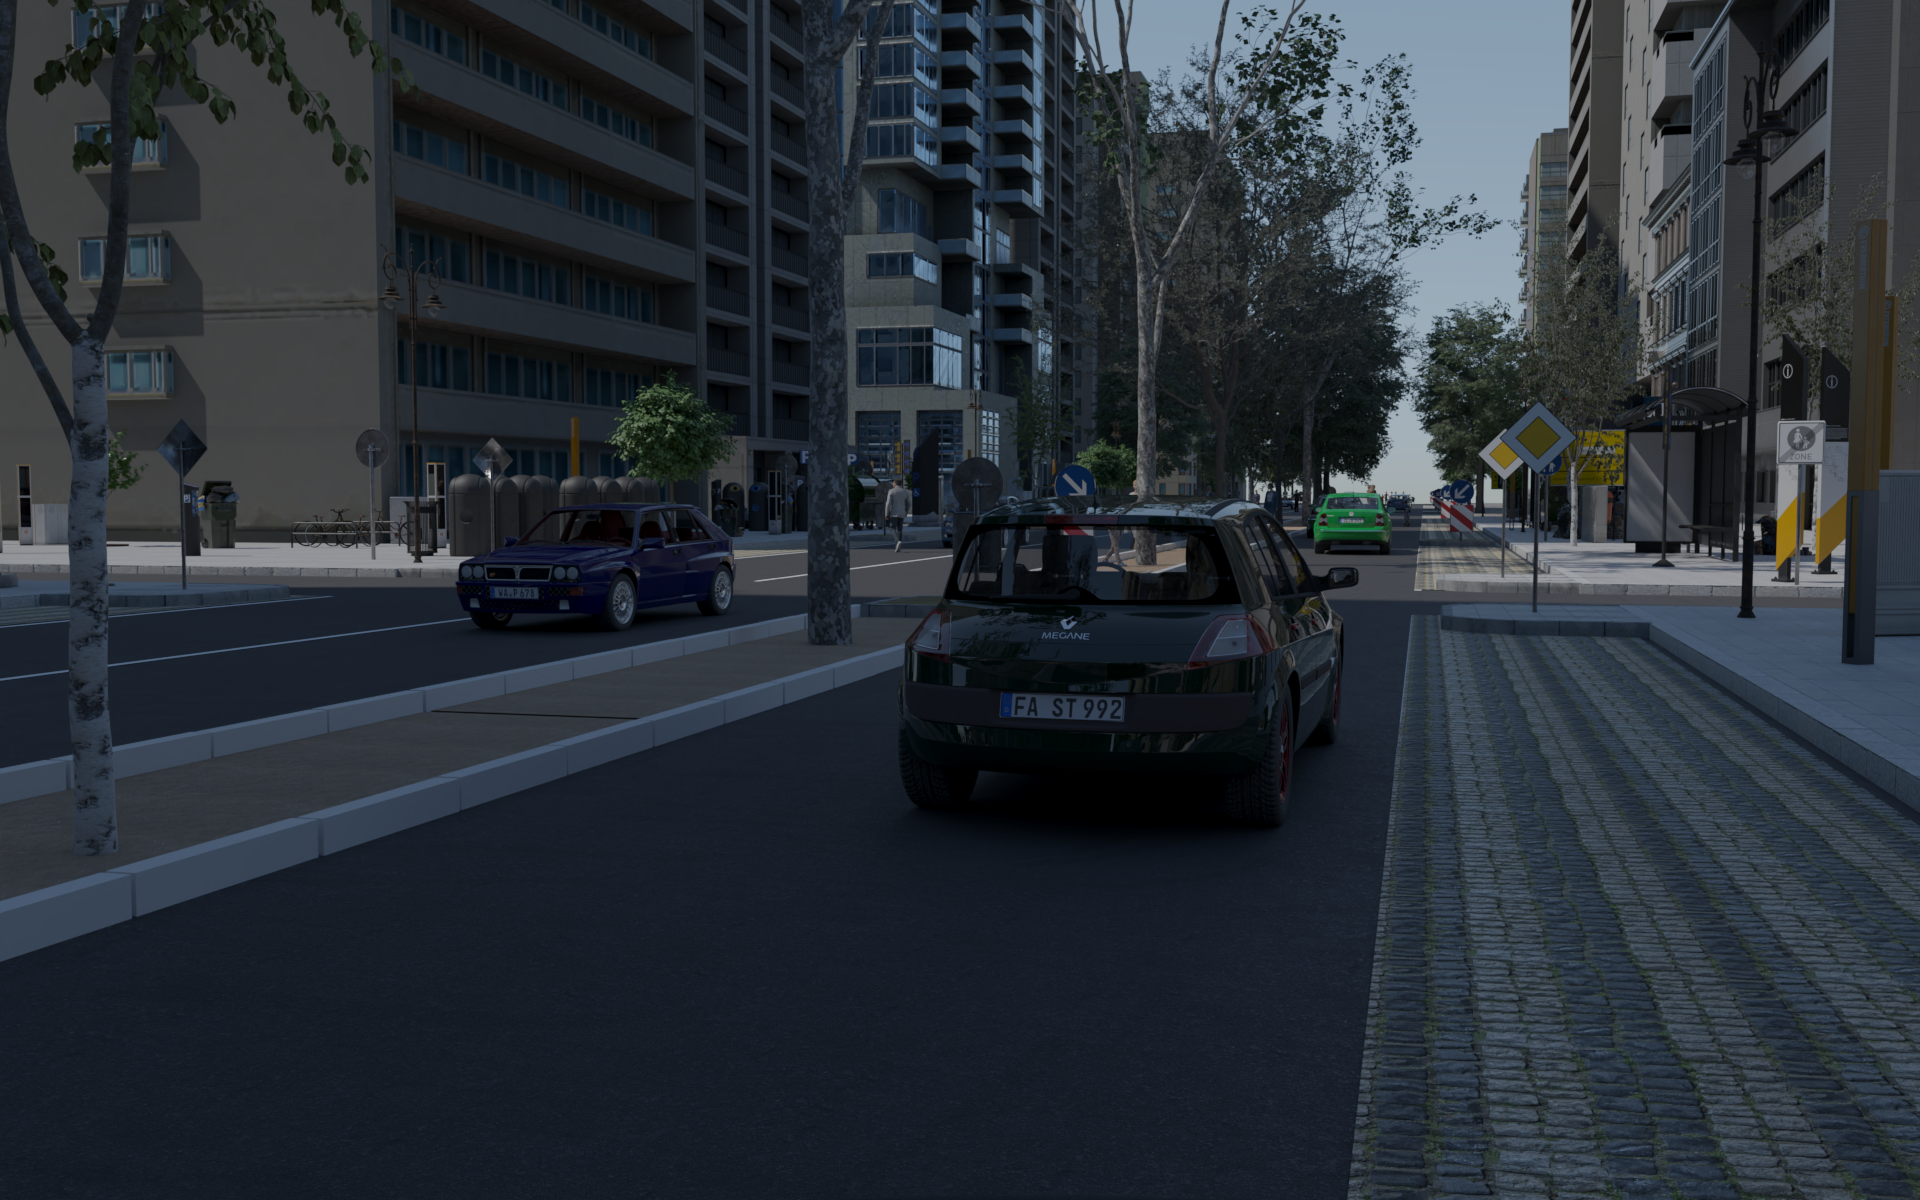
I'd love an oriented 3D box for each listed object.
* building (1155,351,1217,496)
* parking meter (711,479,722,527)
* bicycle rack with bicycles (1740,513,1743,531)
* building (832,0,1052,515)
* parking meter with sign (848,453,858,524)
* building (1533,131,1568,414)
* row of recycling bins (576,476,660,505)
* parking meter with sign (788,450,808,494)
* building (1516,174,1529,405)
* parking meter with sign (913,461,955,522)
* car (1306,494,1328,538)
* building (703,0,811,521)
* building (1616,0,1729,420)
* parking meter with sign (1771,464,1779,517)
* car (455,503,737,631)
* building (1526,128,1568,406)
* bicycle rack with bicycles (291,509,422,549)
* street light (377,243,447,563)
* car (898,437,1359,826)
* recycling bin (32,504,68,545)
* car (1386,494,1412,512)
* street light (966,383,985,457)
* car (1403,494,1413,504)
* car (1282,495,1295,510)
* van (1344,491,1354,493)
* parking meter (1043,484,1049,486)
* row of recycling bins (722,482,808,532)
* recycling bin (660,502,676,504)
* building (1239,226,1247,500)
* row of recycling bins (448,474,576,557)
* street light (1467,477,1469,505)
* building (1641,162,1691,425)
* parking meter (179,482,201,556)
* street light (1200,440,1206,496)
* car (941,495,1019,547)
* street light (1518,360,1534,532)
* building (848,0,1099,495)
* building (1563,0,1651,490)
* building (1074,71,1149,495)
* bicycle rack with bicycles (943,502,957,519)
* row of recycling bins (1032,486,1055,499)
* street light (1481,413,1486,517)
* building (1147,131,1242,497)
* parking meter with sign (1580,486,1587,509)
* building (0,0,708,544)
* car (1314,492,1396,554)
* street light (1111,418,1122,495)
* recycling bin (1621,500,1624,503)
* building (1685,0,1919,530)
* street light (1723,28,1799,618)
[{"bbox_3d":[15.998,-22.476,212.528,27.650,21.520,28.899,1,4,15],"label":"building"},{"bbox_3d":[-9.614,-3.832,68.360,0.255,1.863,0.399,2,4,30],"label":"parking meter"},{"bbox_3d":[26.114,-2.898,60.759,2.852,0.926,2.925,-1,4,-20],"label":"bicycle rack with bicycles"},{"bbox_3d":[-5.623,-49.514,122.225,22.319,86.520,31.000,1,4,15],"label":"building"},{"bbox_3d":[-4.609,-4.813,74.951,0.543,3.016,1.738,0,4,2],"label":"parking meter with sign"},{"bbox_3d":[72.600,-31.400,196.990,14.154,41.232,14.086,1,4,15],"label":"building"},{"bbox_3d":[-8.118,-2.047,40.579,1.069,1.692,3.534,1,4,21],"label":"row of recycling bins"},{"bbox_3d":[-6.535,-4.468,69.316,0.543,3.016,1.738,-2,4,-32],"label":"parking meter with sign"},{"bbox_3d":[86.712,-37.460,232.080,23.786,49.044,30.456,1,4,15],"label":"building"},{"bbox_3d":[-1.059,-4.669,72.595,1.738,3.016,0.543,1,4,14],"label":"parking meter with sign"},{"bbox_3d":[12.629,-2.810,57.734,2.131,1.459,4.920,1,4,17],"label":"car"},{"bbox_3d":[-16.207,-39.474,83.659,20.563,71.187,20.611,1,4,15],"label":"building"},{"bbox_3d":[57.189,-31.771,108.695,28.713,52.752,27.495,1,4,15],"label":"building"},{"bbox_3d":[21.101,-2.924,44.061,0.543,3.016,1.738,0,4,7],"label":"parking meter with sign"},{"bbox_3d":[-3.981,-0.421,19.468,1.945,1.354,3.894,1,4,17],"label":"car"},{"bbox_3d":[76.707,-34.319,211.234,14.600,45.320,14.200,1,4,15],"label":"building"},{"bbox_3d":[-14.917,-1.746,41.928,2.925,0.926,2.852,1,4,16],"label":"bicycle rack with bicycles"},{"bbox_3d":[-10.120,-3.631,32.159,0.468,5.910,1.993,1,4,15],"label":"street light"},{"bbox_3d":[1.010,0.047,9.021,2.009,1.686,4.222,1,4,17],"label":"car"},{"bbox_3d":[-23.237,-1.928,44.079,0.722,1.027,0.722,1,4,19],"label":"recycling bin"},{"bbox_3d":[34.540,-7.603,136.316,2.014,1.417,4.499,1,4,17],"label":"car"},{"bbox_3d":[0.654,-6.077,72.139,0.468,5.910,1.993,1,4,15],"label":"street light"},{"bbox_3d":[41.098,-9.221,160.983,2.015,1.641,3.980,1,4,14],"label":"car"},{"bbox_3d":[30.167,-9.060,160.711,1.945,1.354,3.894,1,4,14],"label":"car"},{"bbox_3d":[48.953,-12.896,217.867,2.013,2.044,4.112,1,4,13],"label":"van"},{"bbox_3d":[4.887,-5.650,98.083,0.399,1.863,0.255,0,4,1],"label":"parking meter"},{"bbox_3d":[-6.551,-3.223,59.814,3.534,1.692,1.069,1,4,14],"label":"row of recycling bins"},{"bbox_3d":[-9.286,-2.519,53.742,0.722,1.027,0.722,1,4,18],"label":"recycling bin"},{"bbox_3d":[34.197,-34.797,252.522,14.154,41.232,14.086,1,4,15],"label":"building"},{"bbox_3d":[-9.637,-1.826,36.971,1.069,1.692,3.534,1,4,18],"label":"row of recycling bins"},{"bbox_3d":[38.670,-9.716,131.639,0.468,5.910,1.993,1,4,15],"label":"street light"},{"bbox_3d":[40.428,-13.535,85.918,10.561,19.102,19.286,1,4,15],"label":"building"},{"bbox_3d":[-15.926,-1.677,35.832,0.372,1.533,0.369,0,3,0],"label":"parking meter"},{"bbox_3d":[20.413,-10.568,145.568,0.468,5.910,1.993,1,4,15],"label":"street light"},{"bbox_3d":[0.774,-2.199,47.954,2.014,1.417,4.499,1,4,14],"label":"car"},{"bbox_3d":[18.944,-5.218,58.100,0.468,5.910,1.993,1,4,15],"label":"street light"},{"bbox_3d":[1.123,-43.382,147.554,20.563,71.187,20.611,1,4,15],"label":"building"},{"bbox_3d":[59.106,-31.231,134.320,21.300,48.544,21.600,1,4,15],"label":"building"},{"bbox_3d":[9.807,-29.410,164.440,14.154,41.232,14.086,1,4,15],"label":"building"},{"bbox_3d":[-1.173,-4.198,82.016,2.852,0.926,2.925,2,4,23],"label":"bicycle rack with bicycles"},{"bbox_3d":[4.559,-5.126,90.918,1.069,1.692,3.534,-1,4,-13],"label":"row of recycling bins"},{"bbox_3d":[29.672,-7.666,98.132,0.468,5.910,1.993,1,4,15],"label":"street light"},{"bbox_3d":[26.330,-37.431,235.697,21.300,48.544,21.600,1,4,15],"label":"building"},{"bbox_3d":[28.081,-5.029,78.483,1.738,3.016,0.543,-2,4,-26],"label":"parking meter with sign"},{"bbox_3d":[-22.426,-26.436,55.937,21.300,48.544,21.600,1,4,15],"label":"building"},{"bbox_3d":[9.712,-2.070,42.638,1.959,1.807,4.718,1,4,15],"label":"car"},{"bbox_3d":[9.527,-8.122,105.578,0.468,5.910,1.993,1,4,15],"label":"street light"},{"bbox_3d":[30.288,-4.011,78.141,0.722,1.027,0.722,0,4,1],"label":"recycling bin"},{"bbox_3d":[35.471,-14.833,61.580,14.314,24.678,30.058,1,4,15],"label":"building"},{"bbox_3d":[8.166,-2.753,17.806,0.468,5.910,1.993,1,4,15],"label":"street light"}]
